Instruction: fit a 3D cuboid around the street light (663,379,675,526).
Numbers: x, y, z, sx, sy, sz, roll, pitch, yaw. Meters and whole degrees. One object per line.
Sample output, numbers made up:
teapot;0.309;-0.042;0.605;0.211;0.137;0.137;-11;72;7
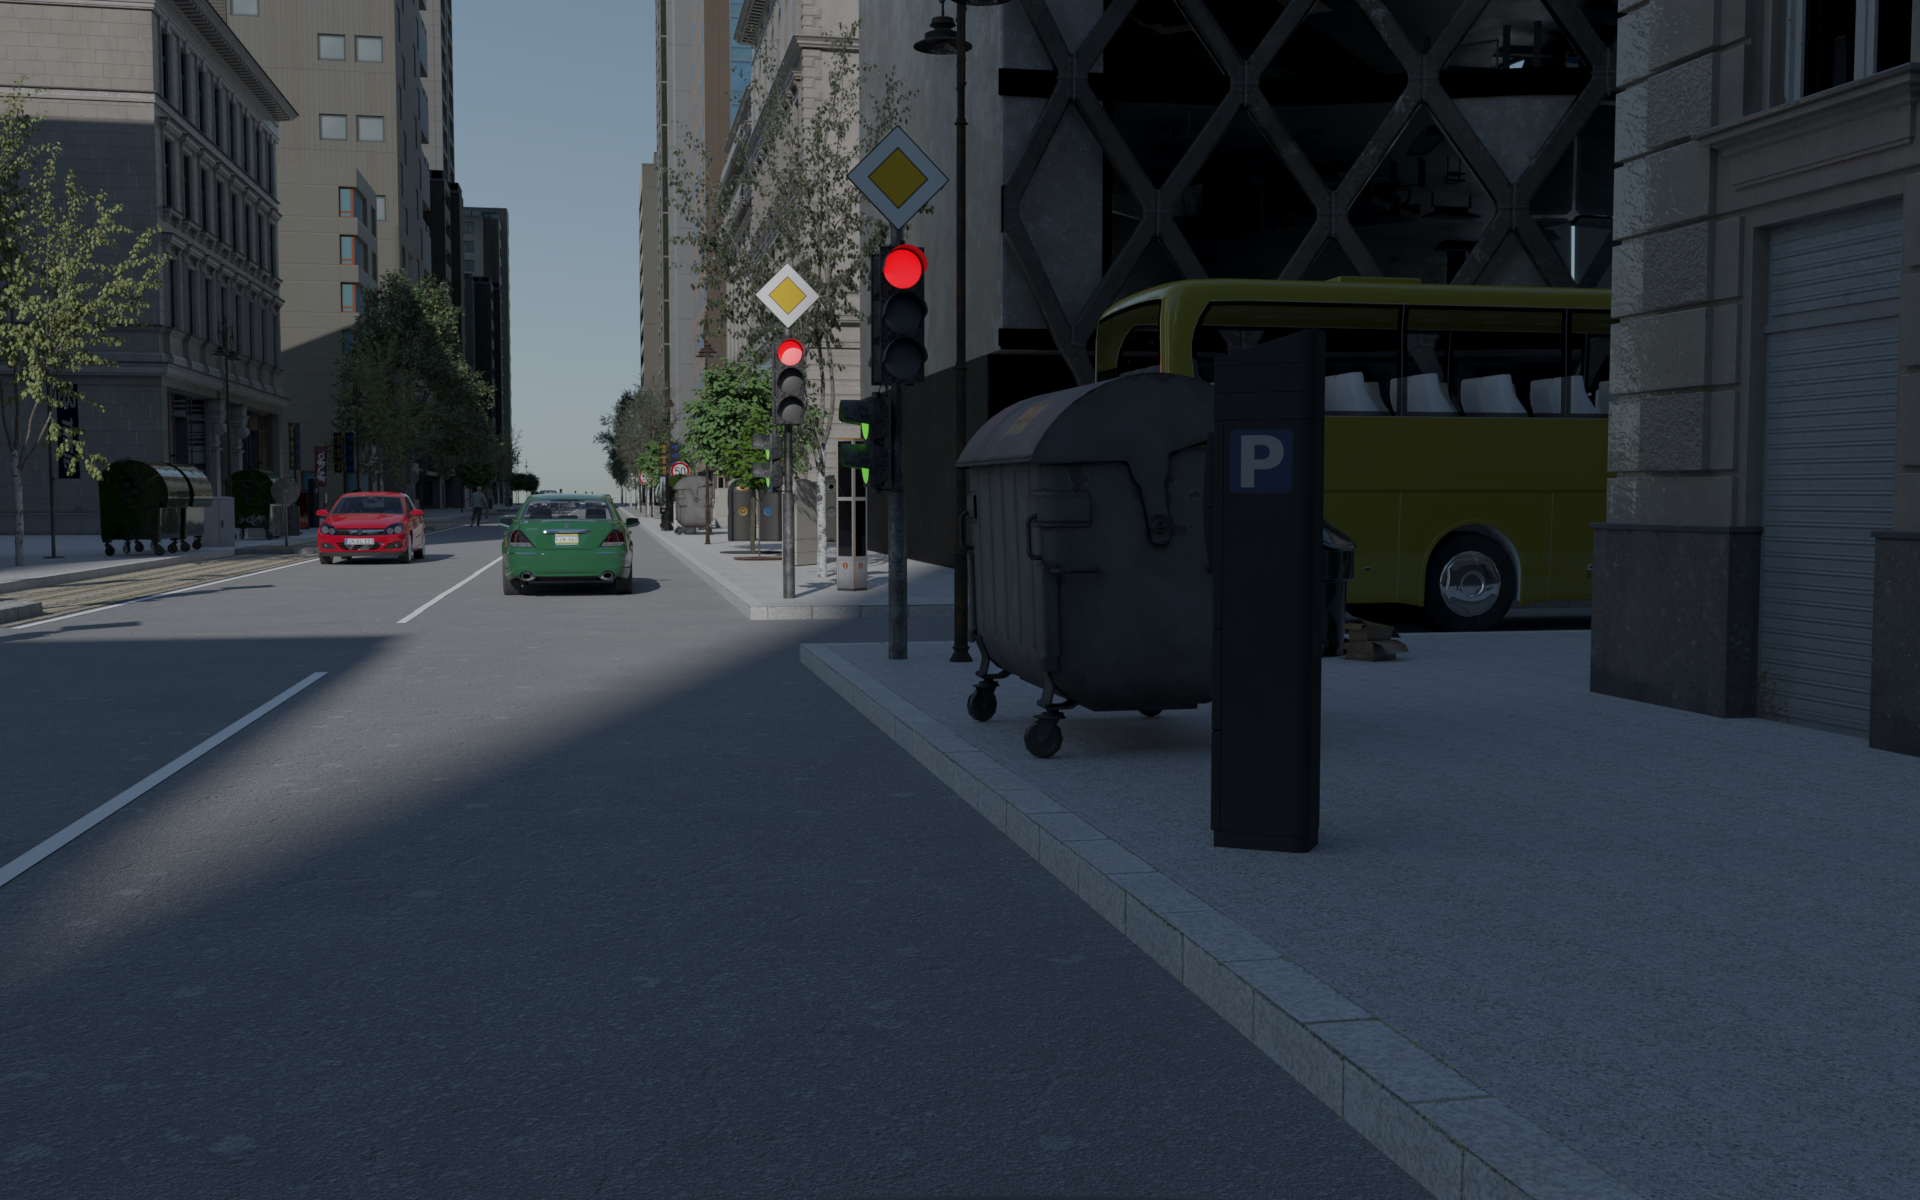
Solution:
street light;-11.657;-5.916;69.522;0.468;5.910;1.993;-1;4;-12

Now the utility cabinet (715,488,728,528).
utility cabinet;-8.536;-3.422;64.621;1.173;1.500;0.318;1;4;13

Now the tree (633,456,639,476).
tree;-15.236;-6.502;90.027;4.285;4.588;4.351;0;3;0

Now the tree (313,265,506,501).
tree;-27.700;-10.401;87.064;9.611;12.733;9.660;0;3;0

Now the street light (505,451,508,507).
street light;-46.230;-12.450;176.340;0.468;5.910;1.993;-1;4;-12

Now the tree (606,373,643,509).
tree;-18.386;-9.286;102.187;4.360;8.622;3.978;0;3;0

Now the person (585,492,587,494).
person;-43.023;-11.647;199.723;1.217;1.735;0.721;3;5;43

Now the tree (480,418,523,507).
tree;-44.789;-13.300;167.819;4.360;8.622;3.978;0;3;0

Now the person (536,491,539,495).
person;-29.750;-6.863;122.185;0.415;1.643;0.593;0;4;-3

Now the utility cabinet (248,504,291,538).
utility cabinet;-20.044;-2.542;50.245;1.173;1.500;0.318;0;4;8

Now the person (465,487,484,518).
person;-28.568;-5.723;102.077;0.705;1.824;1.348;3;4;38

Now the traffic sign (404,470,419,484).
traffic sign;-29.341;-5.663;92.688;0.768;2.556;0.104;0;4;-3

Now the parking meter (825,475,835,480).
parking meter;-3.986;-2.853;52.356;0.255;1.863;0.399;2;4;35

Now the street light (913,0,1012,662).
street light;0.008;-2.466;13.107;0.468;5.910;1.993;-1;4;-12

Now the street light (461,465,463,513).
street light;-34.298;-8.948;119.081;0.468;5.910;1.993;-1;4;-12

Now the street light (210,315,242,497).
street light;-18.942;-4.406;44.829;0.468;5.910;1.993;-1;4;-12

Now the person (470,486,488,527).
person;-20.951;-4.074;75.591;0.782;1.767;0.515;0;4;5

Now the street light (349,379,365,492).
street light;-24.215;-5.924;69.650;0.468;5.910;1.993;-1;4;-12

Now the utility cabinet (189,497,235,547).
utility cabinet;-18.203;-1.895;42.147;0.306;1.237;1.020;3;5;41

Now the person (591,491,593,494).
person;-50.766;-14.088;238.937;0.705;1.812;1.348;-1;4;-11

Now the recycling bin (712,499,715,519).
recycling bin;-12.672;-4.599;87.753;0.722;1.027;0.722;-3;5;-40

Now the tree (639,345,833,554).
tree;-4.483;-3.291;37.514;4.285;4.588;4.351;0;3;0

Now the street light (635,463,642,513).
street light;-22.027;-8.964;119.350;0.468;5.910;1.993;-1;4;-12

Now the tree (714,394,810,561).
tree;-4.035;-2.395;33.757;1.663;3.219;1.824;0;3;0

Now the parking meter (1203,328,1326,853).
parking meter;1.103;-0.036;6.301;0.399;1.863;0.255;1;4;23

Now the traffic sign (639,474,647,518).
traffic sign;-16.886;-5.693;93.185;0.768;2.556;0.104;0;4;-7

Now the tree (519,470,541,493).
tree;-56.176;-14.382;218.862;4.285;4.588;4.351;0;3;0

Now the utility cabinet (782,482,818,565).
utility cabinet;-2.820;-1.377;31.192;0.318;1.500;1.173;1;4;21

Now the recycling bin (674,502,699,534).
recycling bin;-8.950;-2.694;56.599;0.722;1.027;0.722;0;4;-1

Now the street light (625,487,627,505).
street light;-32.226;-12.011;169.166;0.468;5.910;1.993;-1;4;-12

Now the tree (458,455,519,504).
tree;-38.280;-9.394;137.312;4.285;4.588;4.351;0;3;0

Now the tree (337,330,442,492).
tree;-26.016;-7.838;78.513;4.737;8.622;4.395;0;3;0

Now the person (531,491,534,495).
person;-46.022;-10.859;186.732;0.721;1.739;1.217;3;5;44

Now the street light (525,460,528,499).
street light;-56.874;-15.563;227.242;0.468;5.910;1.993;-1;4;-12

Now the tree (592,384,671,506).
tree;-33.564;-16.149;181.042;9.611;12.733;9.660;0;3;0

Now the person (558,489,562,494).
person;-27.848;-6.875;120.922;1.348;1.822;0.705;0;4;-1

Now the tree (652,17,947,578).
tree;-2.365;-4.650;26.390;4.360;8.622;3.978;0;3;0

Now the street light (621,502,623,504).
street light;-38.548;-13.881;199.735;0.468;5.910;1.993;-1;4;-12

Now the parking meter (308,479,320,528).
parking meter;-24.585;-3.681;65.901;0.255;1.863;0.399;1;4;11

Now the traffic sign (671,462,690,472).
traffic sign;-10.965;-4.150;67.951;0.768;2.556;0.104;0;4;-2

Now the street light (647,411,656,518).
street light;-16.836;-7.446;94.538;0.468;5.910;1.993;-1;4;-12

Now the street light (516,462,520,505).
street light;-51.391;-13.985;201.442;0.468;5.910;1.993;-1;4;-12

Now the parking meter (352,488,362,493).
parking meter;-25.090;-3.894;72.075;0.372;1.533;0.369;0;3;0

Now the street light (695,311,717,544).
street light;-6.427;-4.353;43.960;0.468;5.910;1.993;-1;4;-12

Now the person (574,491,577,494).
person;-43.893;-11.561;197.533;1.348;1.823;0.705;3;5;39

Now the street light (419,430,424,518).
street light;-29.224;-7.414;94.014;0.468;5.910;1.993;-1;4;-12
